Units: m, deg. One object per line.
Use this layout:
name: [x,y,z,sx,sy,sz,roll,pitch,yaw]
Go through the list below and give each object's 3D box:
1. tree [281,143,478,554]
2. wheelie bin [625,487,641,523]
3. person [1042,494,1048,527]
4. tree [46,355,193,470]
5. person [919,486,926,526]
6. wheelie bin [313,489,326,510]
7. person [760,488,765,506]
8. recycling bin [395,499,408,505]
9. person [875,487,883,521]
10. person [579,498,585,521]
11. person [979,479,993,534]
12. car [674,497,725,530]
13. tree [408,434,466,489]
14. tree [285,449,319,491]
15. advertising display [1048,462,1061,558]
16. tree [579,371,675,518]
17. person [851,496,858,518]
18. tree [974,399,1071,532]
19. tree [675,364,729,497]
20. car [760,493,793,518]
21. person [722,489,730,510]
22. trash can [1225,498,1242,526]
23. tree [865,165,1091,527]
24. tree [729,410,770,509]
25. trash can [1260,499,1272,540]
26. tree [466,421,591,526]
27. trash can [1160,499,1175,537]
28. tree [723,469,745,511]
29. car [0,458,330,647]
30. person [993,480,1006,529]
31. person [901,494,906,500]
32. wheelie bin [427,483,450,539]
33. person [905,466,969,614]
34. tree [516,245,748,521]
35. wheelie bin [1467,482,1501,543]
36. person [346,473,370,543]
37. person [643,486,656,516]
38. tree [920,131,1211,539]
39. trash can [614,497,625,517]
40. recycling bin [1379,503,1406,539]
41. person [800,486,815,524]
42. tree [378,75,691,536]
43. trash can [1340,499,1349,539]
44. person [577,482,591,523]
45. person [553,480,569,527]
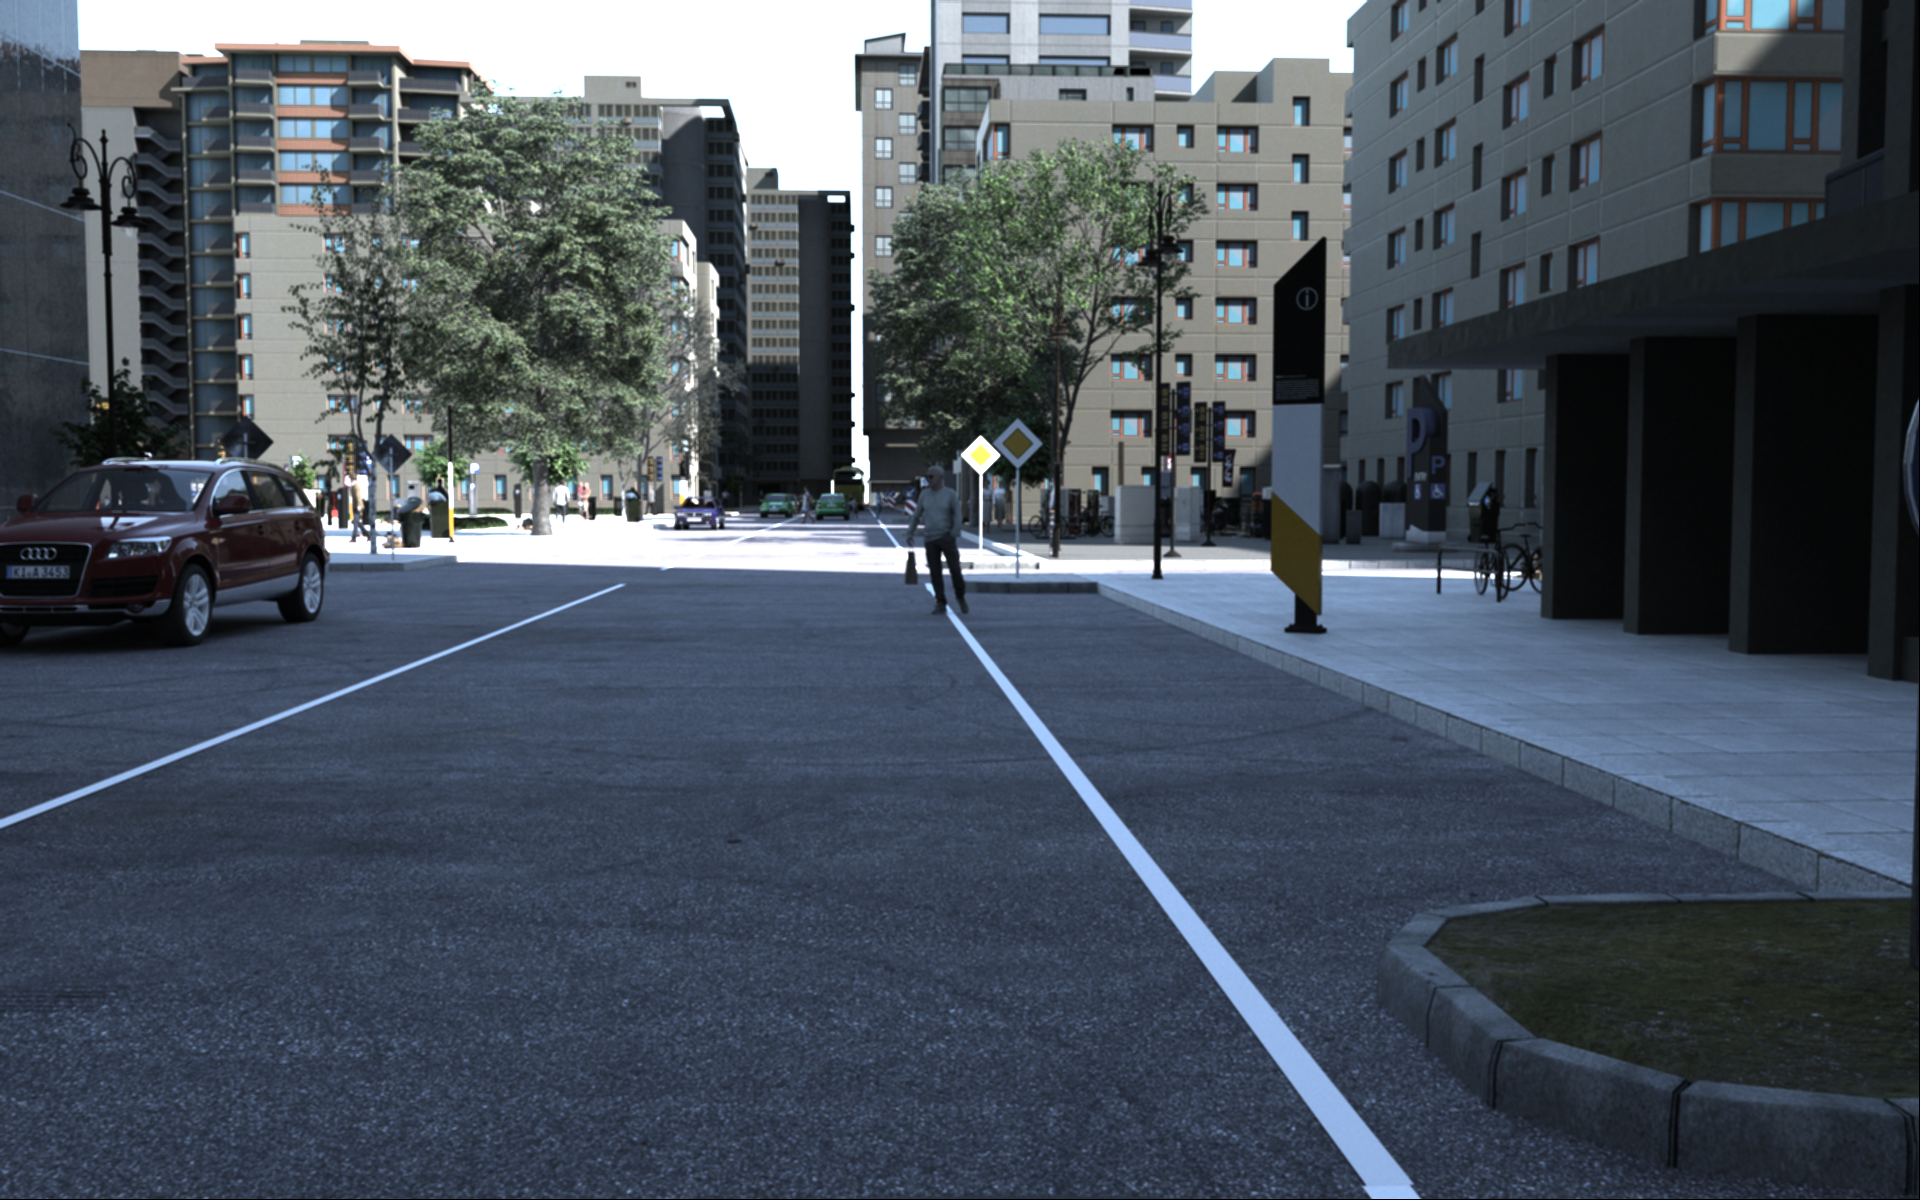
tree: [-12.582,-5.311,37.203,4.360,8.622,3.978,0,3,0]
wheelie bin: [-14.790,-4.299,78.197,0.693,1.594,0.980,-1,4,-22]
person: [3.466,-3.555,68.437,0.475,1.303,0.640,-1,4,-17]
tree: [-11.586,-1.816,24.286,1.663,3.219,1.824,0,3,0]
person: [-1.674,-4.300,78.811,0.388,1.821,0.555,0,4,3]
wheelie bin: [-38.064,-5.798,102.712,0.980,1.594,0.693,1,4,13]
person: [-19.254,-9.977,169.037,0.599,1.838,0.709,0,4,-6]
recycling bin: [-31.414,-5.213,97.782,0.722,1.027,0.722,0,4,-4]
person: [-4.428,-5.208,93.917,0.793,1.790,0.793,-1,4,-20]
person: [-17.123,-4.136,78.689,0.382,1.210,0.505,-2,4,-25]
person: [0.858,-3.033,56.201,0.480,1.755,0.524,-1,4,-16]
car: [-10.476,-3.495,69.720,1.945,1.354,3.894,0,4,-2]
tree: [-28.518,-6.812,95.086,4.285,4.588,4.351,0,3,0]
tree: [-28.349,-4.871,74.235,1.663,3.219,1.824,0,3,0]
advertising display: [1.912,-1.834,35.192,0.123,1.923,0.974,0,4,-5]
tree: [-17.919,-8.636,91.555,4.360,8.622,3.978,0,3,0]
person: [-6.224,-5.459,102.022,0.475,1.303,0.640,1,4,20]
tree: [2.157,-4.647,59.697,4.285,4.588,4.351,0,3,0]
tree: [-15.217,-8.980,97.183,4.360,8.622,3.978,0,3,0]
car: [-11.192,-5.925,105.673,1.959,1.807,4.718,0,4,-2]
person: [-19.402,-8.320,143.008,0.756,1.711,0.436,2,4,28]
trash can: [10.924,-3.527,69.318,0.748,1.137,0.748,0,3,0]
tree: [0.684,-9.836,67.473,9.857,13.997,8.962,0,3,0]
tree: [-18.514,-12.107,148.308,4.360,8.622,3.978,0,3,0]
trash can: [8.765,-2.250,48.446,0.748,1.137,0.748,0,3,0]
tree: [-16.943,-5.338,70.991,4.285,4.588,4.351,0,3,0]
trash can: [6.018,-2.430,51.389,0.748,1.137,0.748,0,3,0]
tree: [-17.128,-8.301,130.326,1.663,3.219,1.824,0,3,0]
car: [-8.245,-0.567,17.949,2.281,1.827,5.304,0,4,-1]
person: [1.473,-3.562,64.500,0.478,1.798,0.641,0,4,5]
person: [-5.384,-9.819,167.303,0.721,1.735,1.217,1,4,22]
wheelie bin: [-15.015,-2.574,49.999,0.693,1.594,0.980,-1,4,-20]
person: [-0.316,-0.721,20.781,0.782,1.767,0.515,1,4,19]
tree: [-15.066,-10.462,81.416,12.009,13.543,11.850,0,3,0]
wheelie bin: [13.791,-2.305,45.590,0.693,1.594,0.980,-1,4,-17]
person: [-15.856,-2.425,45.602,0.656,1.842,0.836,3,5,40]
person: [-18.334,-5.863,102.298,0.834,1.777,0.661,1,4,16]
tree: [2.903,-7.559,49.341,9.928,11.665,9.643,0,3,0]
trash can: [-19.390,-5.320,98.643,0.748,1.137,0.748,0,3,0]
recycling bin: [12.424,-2.274,49.729,0.722,1.027,0.722,1,4,15]
person: [-7.334,-4.577,83.433,0.778,1.811,0.616,1,4,20]
tree: [-12.851,-8.918,52.459,9.857,13.997,8.962,0,3,0]
trash can: [10.683,-2.305,49.333,0.748,1.137,0.748,0,3,0]
person: [-16.887,-4.381,77.645,0.580,1.828,0.573,-2,4,-32]
person: [-15.741,-3.817,68.290,0.661,1.843,0.795,0,4,1]
